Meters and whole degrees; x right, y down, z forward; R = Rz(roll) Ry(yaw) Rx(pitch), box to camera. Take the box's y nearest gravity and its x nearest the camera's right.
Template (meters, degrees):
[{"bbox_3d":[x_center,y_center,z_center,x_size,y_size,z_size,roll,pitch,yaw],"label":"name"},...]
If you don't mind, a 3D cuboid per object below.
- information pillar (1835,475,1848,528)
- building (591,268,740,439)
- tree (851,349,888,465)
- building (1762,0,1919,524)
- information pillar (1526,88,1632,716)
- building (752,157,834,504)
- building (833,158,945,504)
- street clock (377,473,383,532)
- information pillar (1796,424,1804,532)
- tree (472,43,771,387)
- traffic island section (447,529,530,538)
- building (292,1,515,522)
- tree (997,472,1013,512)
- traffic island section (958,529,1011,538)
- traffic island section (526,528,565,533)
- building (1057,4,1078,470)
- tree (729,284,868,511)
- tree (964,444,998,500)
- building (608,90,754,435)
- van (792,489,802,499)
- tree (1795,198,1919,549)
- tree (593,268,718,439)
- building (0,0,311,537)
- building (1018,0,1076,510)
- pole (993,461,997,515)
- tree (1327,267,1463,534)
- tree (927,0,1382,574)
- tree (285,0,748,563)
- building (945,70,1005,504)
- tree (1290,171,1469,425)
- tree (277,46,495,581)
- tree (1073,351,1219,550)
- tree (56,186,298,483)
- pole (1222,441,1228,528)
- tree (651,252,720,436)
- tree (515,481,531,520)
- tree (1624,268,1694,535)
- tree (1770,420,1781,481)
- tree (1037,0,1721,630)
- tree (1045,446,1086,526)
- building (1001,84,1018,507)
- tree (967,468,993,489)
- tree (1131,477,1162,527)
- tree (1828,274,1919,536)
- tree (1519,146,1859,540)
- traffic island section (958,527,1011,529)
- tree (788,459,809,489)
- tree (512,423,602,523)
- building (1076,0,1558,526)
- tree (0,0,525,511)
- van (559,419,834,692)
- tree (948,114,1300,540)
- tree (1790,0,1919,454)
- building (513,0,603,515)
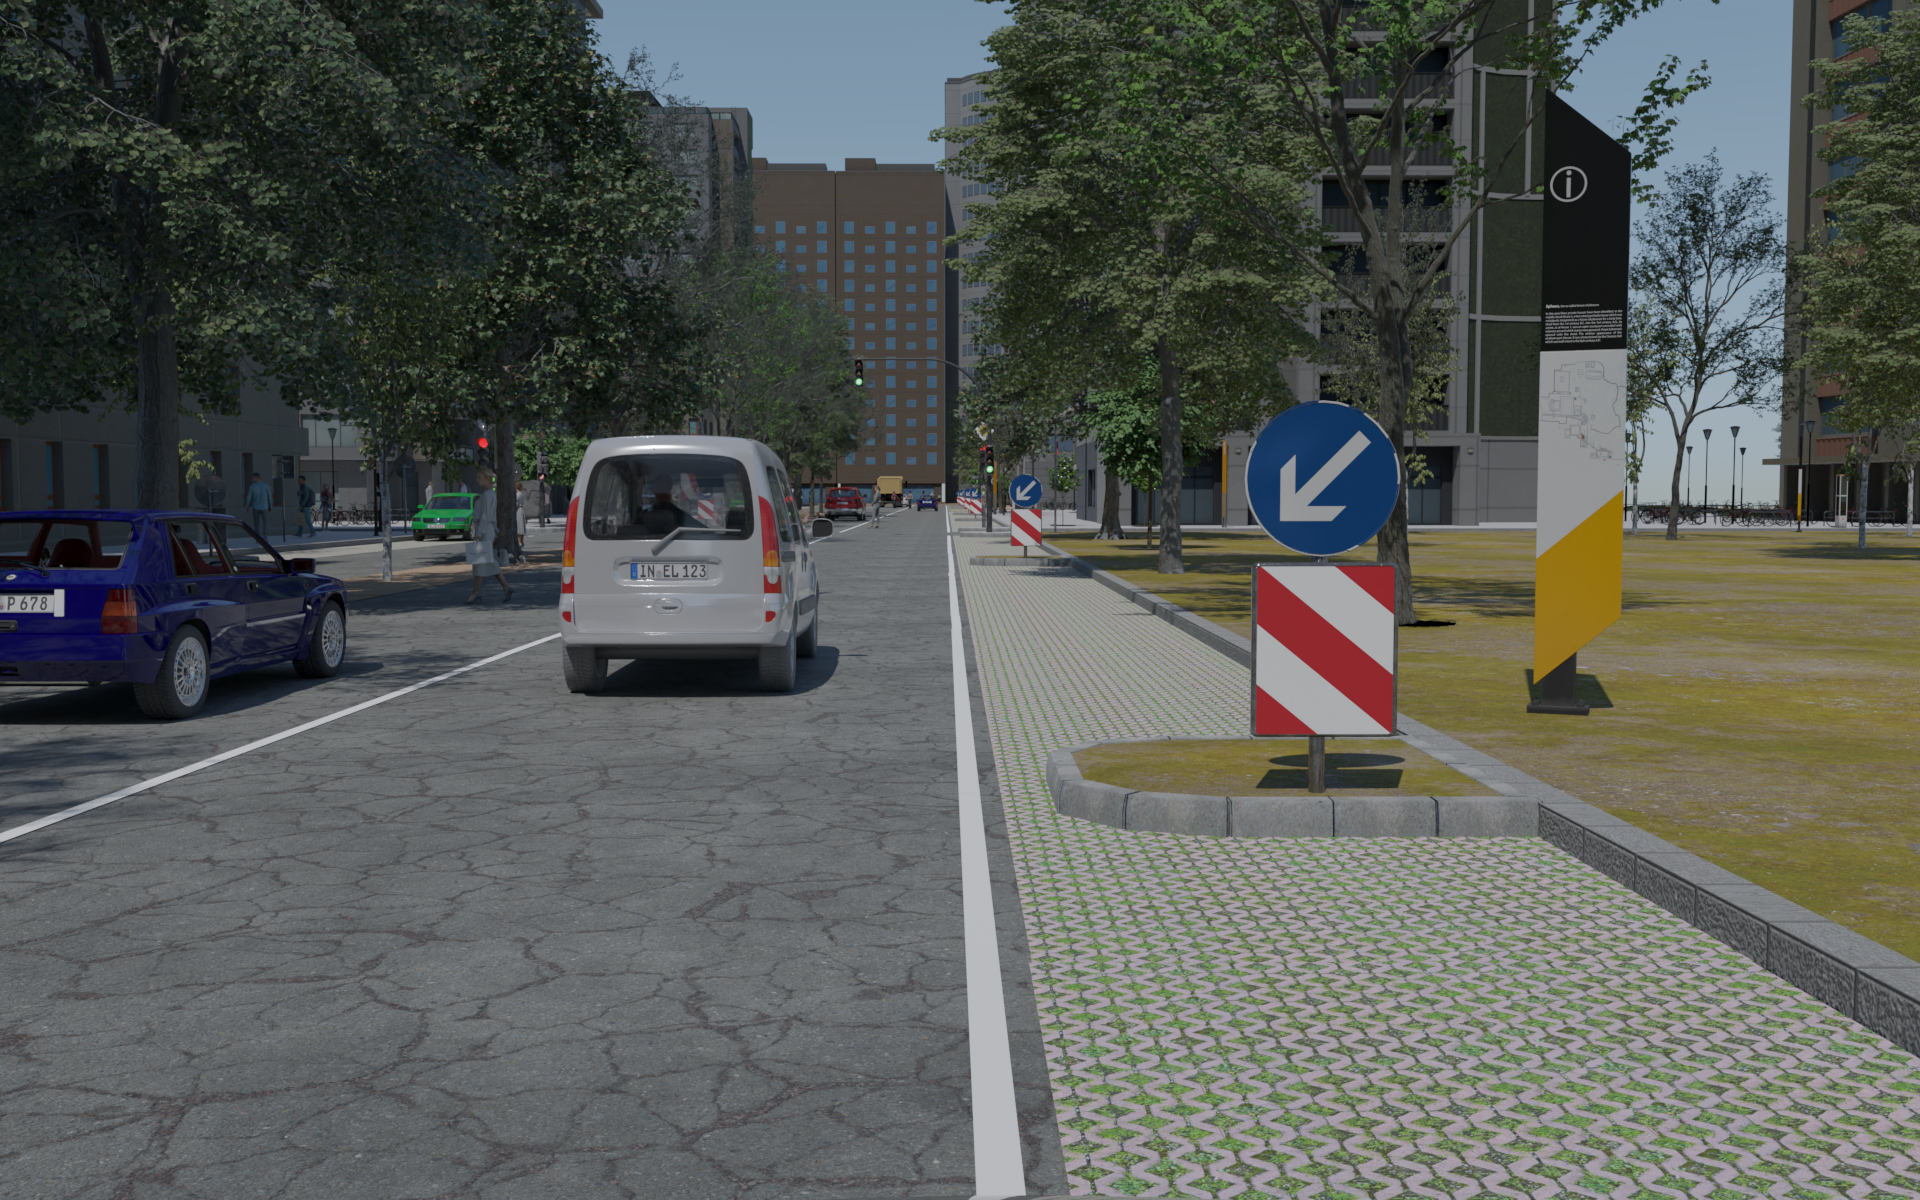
[{"bbox_3d":[33.466,-3.746,65.747,0.304,2.012,0.304,0,3,0],"label":"information pillar"},{"bbox_3d":[-35.254,-19.020,156.016,27.650,21.520,28.899,0,4,0],"label":"building"},{"bbox_3d":[-9.748,-10.417,83.139,12.009,13.543,11.850,0,3,0],"label":"tree"},{"bbox_3d":[53.812,-26.034,80.274,28.867,44.769,22.147,0,4,0],"label":"building"},{"bbox_3d":[3.586,-1.142,10.022,0.504,3.616,0.183,1,4,23],"label":"information pillar"},{"bbox_3d":[-23.465,-35.676,233.418,14.200,45.320,14.600,0,4,0],"label":"building"},{"bbox_3d":[-9.149,-35.695,233.718,14.200,45.320,14.600,0,4,0],"label":"building"},{"bbox_3d":[-19.549,-3.299,58.510,0.471,2.002,0.358,3,5,45],"label":"street clock"},{"bbox_3d":[28.176,-4.080,58.064,0.183,3.616,0.504,2,4,27],"label":"information pillar"},{"bbox_3d":[-9.347,-8.222,47.251,12.009,13.543,11.850,0,3,0],"label":"tree"},{"bbox_3d":[-15.845,-2.182,57.948,2.009,0.180,2.903,0,4,0],"label":"traffic island section"},{"bbox_3d":[-30.861,-24.579,85.458,14.154,41.232,14.086,0,4,0],"label":"building"},{"bbox_3d":[3.494,-9.062,142.759,1.663,3.219,1.824,0,3,0],"label":"tree"},{"bbox_3d":[0.996,-2.190,58.084,2.009,0.180,2.903,0,4,0],"label":"traffic island section"},{"bbox_3d":[-15.911,-2.670,65.933,2.009,0.180,2.903,0,4,0],"label":"traffic island section"},{"bbox_3d":[20.516,-31.990,112.281,28.713,52.752,27.495,0,4,0],"label":"building"},{"bbox_3d":[-9.976,-12.013,105.524,9.857,13.997,8.962,0,3,0],"label":"tree"},{"bbox_3d":[2.284,-15.431,202.664,4.737,8.622,4.395,0,3,0],"label":"tree"},{"bbox_3d":[-28.934,-30.238,177.983,14.154,41.232,14.086,0,4,0],"label":"building"},{"bbox_3d":[-13.522,-8.006,137.907,2.013,2.044,4.112,0,4,-2],"label":"van"},{"bbox_3d":[21.506,-5.521,40.625,4.737,8.622,4.395,0,3,0],"label":"tree"},{"bbox_3d":[-9.659,-6.290,55.667,4.360,8.622,3.978,0,3,0],"label":"tree"},{"bbox_3d":[-35.342,-12.016,41.494,28.899,21.520,27.650,0,4,0],"label":"building"},{"bbox_3d":[15.671,-37.466,154.569,21.231,58.520,28.212,0,4,0],"label":"building"},{"bbox_3d":[2.178,-6.978,107.938,0.158,3.312,0.155,0,3,0],"label":"pole"},{"bbox_3d":[13.972,-6.384,54.734,4.737,8.622,4.395,0,3,0],"label":"tree"},{"bbox_3d":[3.071,-6.681,27.363,7.486,12.596,7.792,0,3,0],"label":"tree"},{"bbox_3d":[-9.476,-7.122,35.911,9.611,12.733,9.660,0,3,0],"label":"tree"},{"bbox_3d":[12.026,-42.513,237.087,28.212,58.520,21.231,0,4,0],"label":"building"},{"bbox_3d":[9.864,-5.495,40.213,4.360,8.622,3.978,0,3,0],"label":"tree"},{"bbox_3d":[-9.308,-4.586,27.802,4.737,8.622,4.395,0,3,0],"label":"tree"},{"bbox_3d":[4.319,-3.450,40.120,4.285,4.588,4.351,0,3,0],"label":"tree"},{"bbox_3d":[-18.145,-5.401,38.670,4.737,8.622,4.395,0,3,0],"label":"tree"},{"bbox_3d":[10.122,-4.427,66.220,0.158,3.312,0.155,0,3,0],"label":"pole"},{"bbox_3d":[-9.759,-8.703,70.505,9.928,11.665,9.643,0,3,0],"label":"tree"},{"bbox_3d":[-21.801,-5.578,85.803,1.663,3.219,1.824,0,3,0],"label":"tree"},{"bbox_3d":[20.935,-6.346,54.124,4.737,8.622,4.395,0,3,0],"label":"tree"},{"bbox_3d":[57.018,-8.911,108.594,11.467,7.101,20.602,0,4,-3],"label":"tree"},{"bbox_3d":[4.186,-5.567,16.783,9.928,11.665,9.643,0,3,0],"label":"tree"},{"bbox_3d":[4.252,-4.570,69.322,1.663,3.219,1.824,0,3,0],"label":"tree"},{"bbox_3d":[15.767,-35.380,202.169,21.300,48.544,21.600,0,4,0],"label":"building"},{"bbox_3d":[2.338,-12.634,190.277,4.285,4.588,4.351,0,3,0],"label":"tree"},{"bbox_3d":[7.383,-4.485,67.930,1.663,3.219,1.824,0,3,0],"label":"tree"},{"bbox_3d":[28.571,-6.239,52.364,4.360,8.622,3.978,0,3,0],"label":"tree"},{"bbox_3d":[19.711,-6.911,47.404,8.767,10.594,7.601,0,4,2],"label":"tree"},{"bbox_3d":[0.929,-2.678,66.069,2.009,0.180,2.903,0,4,0],"label":"traffic island section"},{"bbox_3d":[-19.417,-15.617,205.695,4.360,8.622,3.978,0,3,0],"label":"tree"},{"bbox_3d":[-18.757,-5.710,77.071,4.285,4.588,4.351,0,3,0],"label":"tree"},{"bbox_3d":[16.298,-39.113,77.750,20.611,71.187,20.563,0,4,0],"label":"building"},{"bbox_3d":[-9.551,-6.798,20.254,9.857,13.997,8.962,0,3,0],"label":"tree"},{"bbox_3d":[-2.052,-0.422,13.905,2.013,2.044,4.112,0,4,-1],"label":"van"},{"bbox_3d":[4.391,-8.060,48.793,9.611,12.733,9.660,0,3,0],"label":"tree"},{"bbox_3d":[19.586,-6.989,32.397,7.486,12.596,7.792,0,3,0],"label":"tree"},{"bbox_3d":[-37.601,-25.721,112.422,32.217,40.220,23.993,0,4,0],"label":"building"}]
